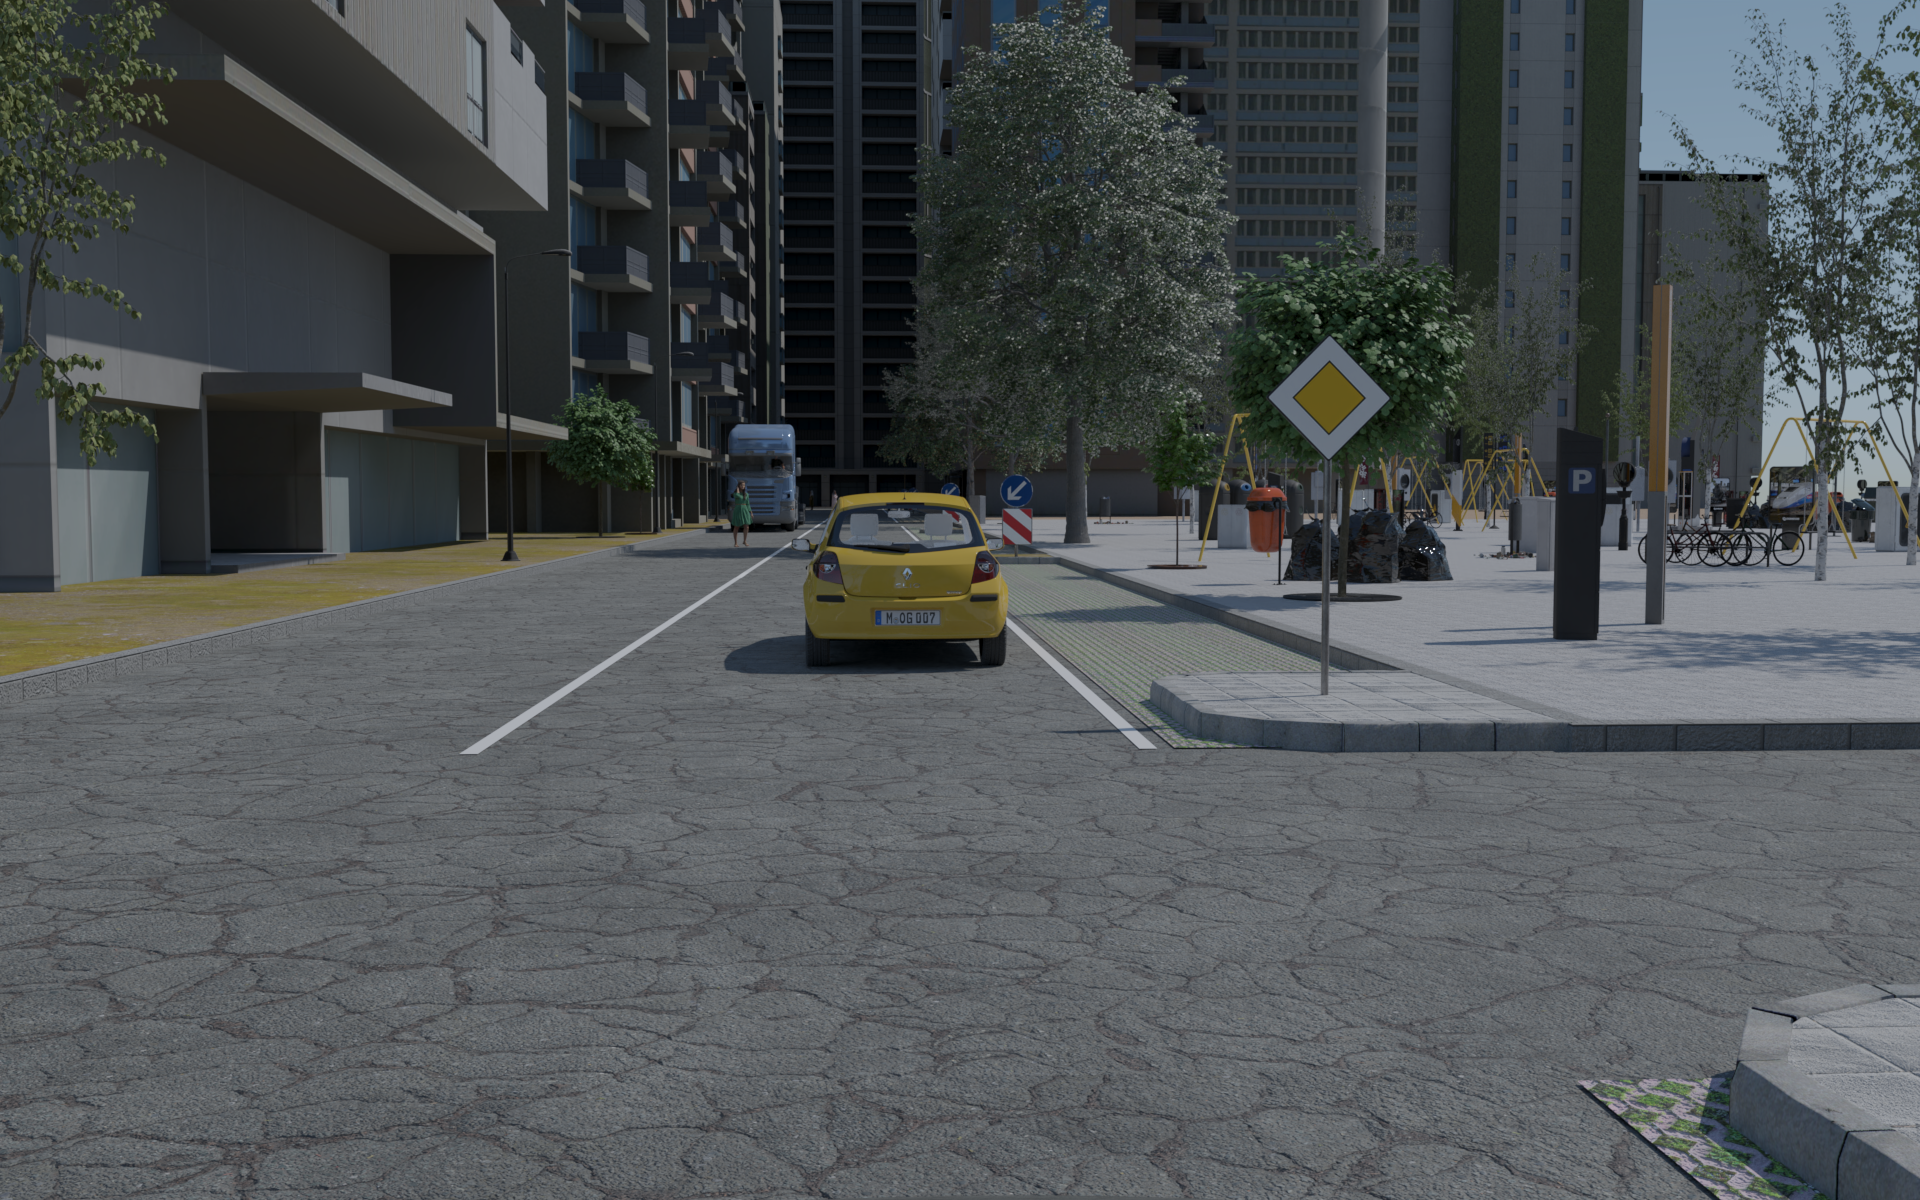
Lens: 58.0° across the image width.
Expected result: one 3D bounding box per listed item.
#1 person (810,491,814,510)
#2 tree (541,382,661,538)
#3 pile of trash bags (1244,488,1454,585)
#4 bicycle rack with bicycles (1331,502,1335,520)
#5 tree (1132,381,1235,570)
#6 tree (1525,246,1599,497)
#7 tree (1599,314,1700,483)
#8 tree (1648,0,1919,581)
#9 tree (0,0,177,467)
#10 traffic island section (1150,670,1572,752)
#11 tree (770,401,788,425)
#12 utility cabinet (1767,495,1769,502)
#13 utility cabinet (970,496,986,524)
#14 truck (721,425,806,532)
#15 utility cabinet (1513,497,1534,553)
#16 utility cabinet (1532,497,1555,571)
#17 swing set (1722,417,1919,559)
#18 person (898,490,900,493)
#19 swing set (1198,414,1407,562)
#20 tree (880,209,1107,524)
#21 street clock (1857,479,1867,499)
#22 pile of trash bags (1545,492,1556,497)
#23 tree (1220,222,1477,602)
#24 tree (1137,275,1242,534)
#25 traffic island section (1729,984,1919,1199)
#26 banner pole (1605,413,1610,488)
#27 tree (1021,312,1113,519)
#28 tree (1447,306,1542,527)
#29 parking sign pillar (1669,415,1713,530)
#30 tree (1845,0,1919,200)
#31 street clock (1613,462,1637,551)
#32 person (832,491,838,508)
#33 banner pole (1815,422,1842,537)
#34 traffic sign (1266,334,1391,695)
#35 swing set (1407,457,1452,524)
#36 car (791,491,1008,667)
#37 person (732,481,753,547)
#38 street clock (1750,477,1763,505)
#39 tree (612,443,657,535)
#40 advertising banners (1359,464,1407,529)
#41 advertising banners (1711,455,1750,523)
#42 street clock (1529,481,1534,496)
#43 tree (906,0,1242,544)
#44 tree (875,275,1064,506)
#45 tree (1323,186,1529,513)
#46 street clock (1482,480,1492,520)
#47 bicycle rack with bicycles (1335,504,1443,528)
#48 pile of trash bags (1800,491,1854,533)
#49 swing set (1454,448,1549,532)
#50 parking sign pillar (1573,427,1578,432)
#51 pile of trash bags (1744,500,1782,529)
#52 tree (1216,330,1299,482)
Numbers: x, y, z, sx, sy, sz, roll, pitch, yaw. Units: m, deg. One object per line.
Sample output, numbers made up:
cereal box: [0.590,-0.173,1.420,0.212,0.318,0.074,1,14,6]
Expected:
person: [-13.527,-9.045,157.116,0.721,1.736,1.217,-1,4,-10]
tree: [-10.537,-4.105,50.826,4.285,4.588,4.351,0,3,0]
pile of trash bags: [5.532,-0.960,25.442,3.447,1.369,1.912,-2,4,-35]
bicycle rack with bicycles: [19.299,-4.416,85.578,2.852,0.926,2.925,1,4,18]
tree: [3.741,-2.145,29.665,1.663,3.219,1.824,0,3,0]
tree: [16.648,-6.178,51.374,4.360,8.622,3.978,0,3,0]
tree: [28.787,-7.417,71.636,4.737,8.622,4.395,0,3,0]
tree: [12.506,-4.589,25.395,4.360,8.622,3.978,0,3,0]
tree: [-8.633,-3.946,14.884,4.737,8.622,4.395,0,3,0]
traffic island section: [2.348,0.685,11.074,2.009,0.180,2.903,0,4,-3]
tree: [-15.270,-11.194,133.379,4.360,8.622,3.978,0,3,0]
utility cabinet: [41.001,-4.624,86.760,1.020,1.237,0.306,0,4,8]
utility cabinet: [0.765,-3.884,74.669,0.306,1.237,1.020,-2,4,-25]
truck: [-7.952,-5.082,72.845,2.967,4.110,18.799,0,4,-4]
utility cabinet: [12.619,-1.633,37.865,1.020,1.237,0.306,1,4,17]
utility cabinet: [10.119,-1.096,29.075,1.020,1.237,0.306,-2,4,-34]
swing set: [17.940,-2.351,36.052,3.119,2.851,2.862,-3,4,-36]
person: [-4.592,-7.513,132.061,1.217,1.743,0.721,-1,4,-20]
swing set: [6.431,-2.174,33.170,3.119,2.851,2.862,3,4,38]
tree: [2.210,-9.972,73.411,12.009,13.543,11.850,0,3,0]
street clock: [44.628,-4.964,85.729,0.471,2.002,0.358,-2,4,-26]
pile of trash bags: [28.688,-4.284,79.798,3.447,1.369,1.912,2,4,25]
tree: [4.644,-2.284,21.056,4.285,4.588,4.351,0,3,0]
tree: [7.379,-6.443,55.713,4.360,8.622,3.978,0,3,0]
traffic island section: [2.780,1.173,3.101,2.009,0.180,2.903,0,4,-3]
banner pole: [20.121,-3.906,53.886,0.401,3.779,0.863,1,4,23]
tree: [4.350,-6.911,63.359,4.737,8.622,4.395,0,3,0]
tree: [20.517,-7.134,67.009,4.737,8.622,4.395,0,3,0]
parking sign pillar: [24.848,-4.305,58.865,1.447,3.967,1.447,2,4,33]
tree: [10.568,-3.993,15.641,4.737,8.622,4.395,0,3,0]
street clock: [15.078,-2.126,39.326,0.471,2.002,0.358,2,4,30]
person: [-11.734,-9.354,162.107,0.621,1.740,0.551,2,4,25]
banner pole: [26.217,-3.810,52.316,0.401,3.779,0.863,-3,5,-45]
traffic sign: [2.325,-0.450,10.996,0.795,2.450,0.064,0,4,-3]
swing set: [18.998,-4.522,71.554,2.862,2.851,3.119,0,4,-5]
car: [-0.550,-0.345,15.861,2.015,1.641,3.980,0,4,-4]
person: [-5.930,-2.336,46.948,0.600,1.795,0.529,-3,5,-43]
street clock: [33.946,-4.241,73.903,0.471,2.002,0.358,-1,4,-12]
tree: [-10.098,-3.694,54.994,1.663,3.219,1.824,0,3,0]
advertising banners: [12.201,-3.305,50.227,0.090,3.025,2.074,-2,4,-29]
advertising banners: [34.153,-4.935,76.876,0.090,3.025,2.074,-2,4,-29]
street clock: [28.162,-4.971,85.840,0.358,2.002,0.471,-2,4,-35]
tree: [3.075,-8.443,44.693,9.857,13.997,8.962,0,3,0]
tree: [0.428,-10.412,87.247,9.611,12.733,9.660,0,3,0]
tree: [10.450,-5.568,41.392,4.360,8.622,3.978,0,3,0]
street clock: [26.432,-5.035,86.884,0.358,2.002,0.471,-1,4,-18]
bicycle rack with bicycles: [16.250,-3.158,65.019,2.852,0.926,2.925,-2,4,-29]
pile of trash bags: [28.714,-2.932,57.693,1.912,1.369,3.447,2,4,30]
swing set: [19.217,-3.839,60.388,2.862,2.851,3.119,0,4,-1]
parking sign pillar: [24.922,-4.999,70.200,1.447,3.967,1.447,0,4,7]
pile of trash bags: [31.078,-3.344,64.432,3.447,1.369,1.912,0,4,5]
tree: [12.802,-7.565,74.049,4.737,8.622,4.395,0,3,0]
